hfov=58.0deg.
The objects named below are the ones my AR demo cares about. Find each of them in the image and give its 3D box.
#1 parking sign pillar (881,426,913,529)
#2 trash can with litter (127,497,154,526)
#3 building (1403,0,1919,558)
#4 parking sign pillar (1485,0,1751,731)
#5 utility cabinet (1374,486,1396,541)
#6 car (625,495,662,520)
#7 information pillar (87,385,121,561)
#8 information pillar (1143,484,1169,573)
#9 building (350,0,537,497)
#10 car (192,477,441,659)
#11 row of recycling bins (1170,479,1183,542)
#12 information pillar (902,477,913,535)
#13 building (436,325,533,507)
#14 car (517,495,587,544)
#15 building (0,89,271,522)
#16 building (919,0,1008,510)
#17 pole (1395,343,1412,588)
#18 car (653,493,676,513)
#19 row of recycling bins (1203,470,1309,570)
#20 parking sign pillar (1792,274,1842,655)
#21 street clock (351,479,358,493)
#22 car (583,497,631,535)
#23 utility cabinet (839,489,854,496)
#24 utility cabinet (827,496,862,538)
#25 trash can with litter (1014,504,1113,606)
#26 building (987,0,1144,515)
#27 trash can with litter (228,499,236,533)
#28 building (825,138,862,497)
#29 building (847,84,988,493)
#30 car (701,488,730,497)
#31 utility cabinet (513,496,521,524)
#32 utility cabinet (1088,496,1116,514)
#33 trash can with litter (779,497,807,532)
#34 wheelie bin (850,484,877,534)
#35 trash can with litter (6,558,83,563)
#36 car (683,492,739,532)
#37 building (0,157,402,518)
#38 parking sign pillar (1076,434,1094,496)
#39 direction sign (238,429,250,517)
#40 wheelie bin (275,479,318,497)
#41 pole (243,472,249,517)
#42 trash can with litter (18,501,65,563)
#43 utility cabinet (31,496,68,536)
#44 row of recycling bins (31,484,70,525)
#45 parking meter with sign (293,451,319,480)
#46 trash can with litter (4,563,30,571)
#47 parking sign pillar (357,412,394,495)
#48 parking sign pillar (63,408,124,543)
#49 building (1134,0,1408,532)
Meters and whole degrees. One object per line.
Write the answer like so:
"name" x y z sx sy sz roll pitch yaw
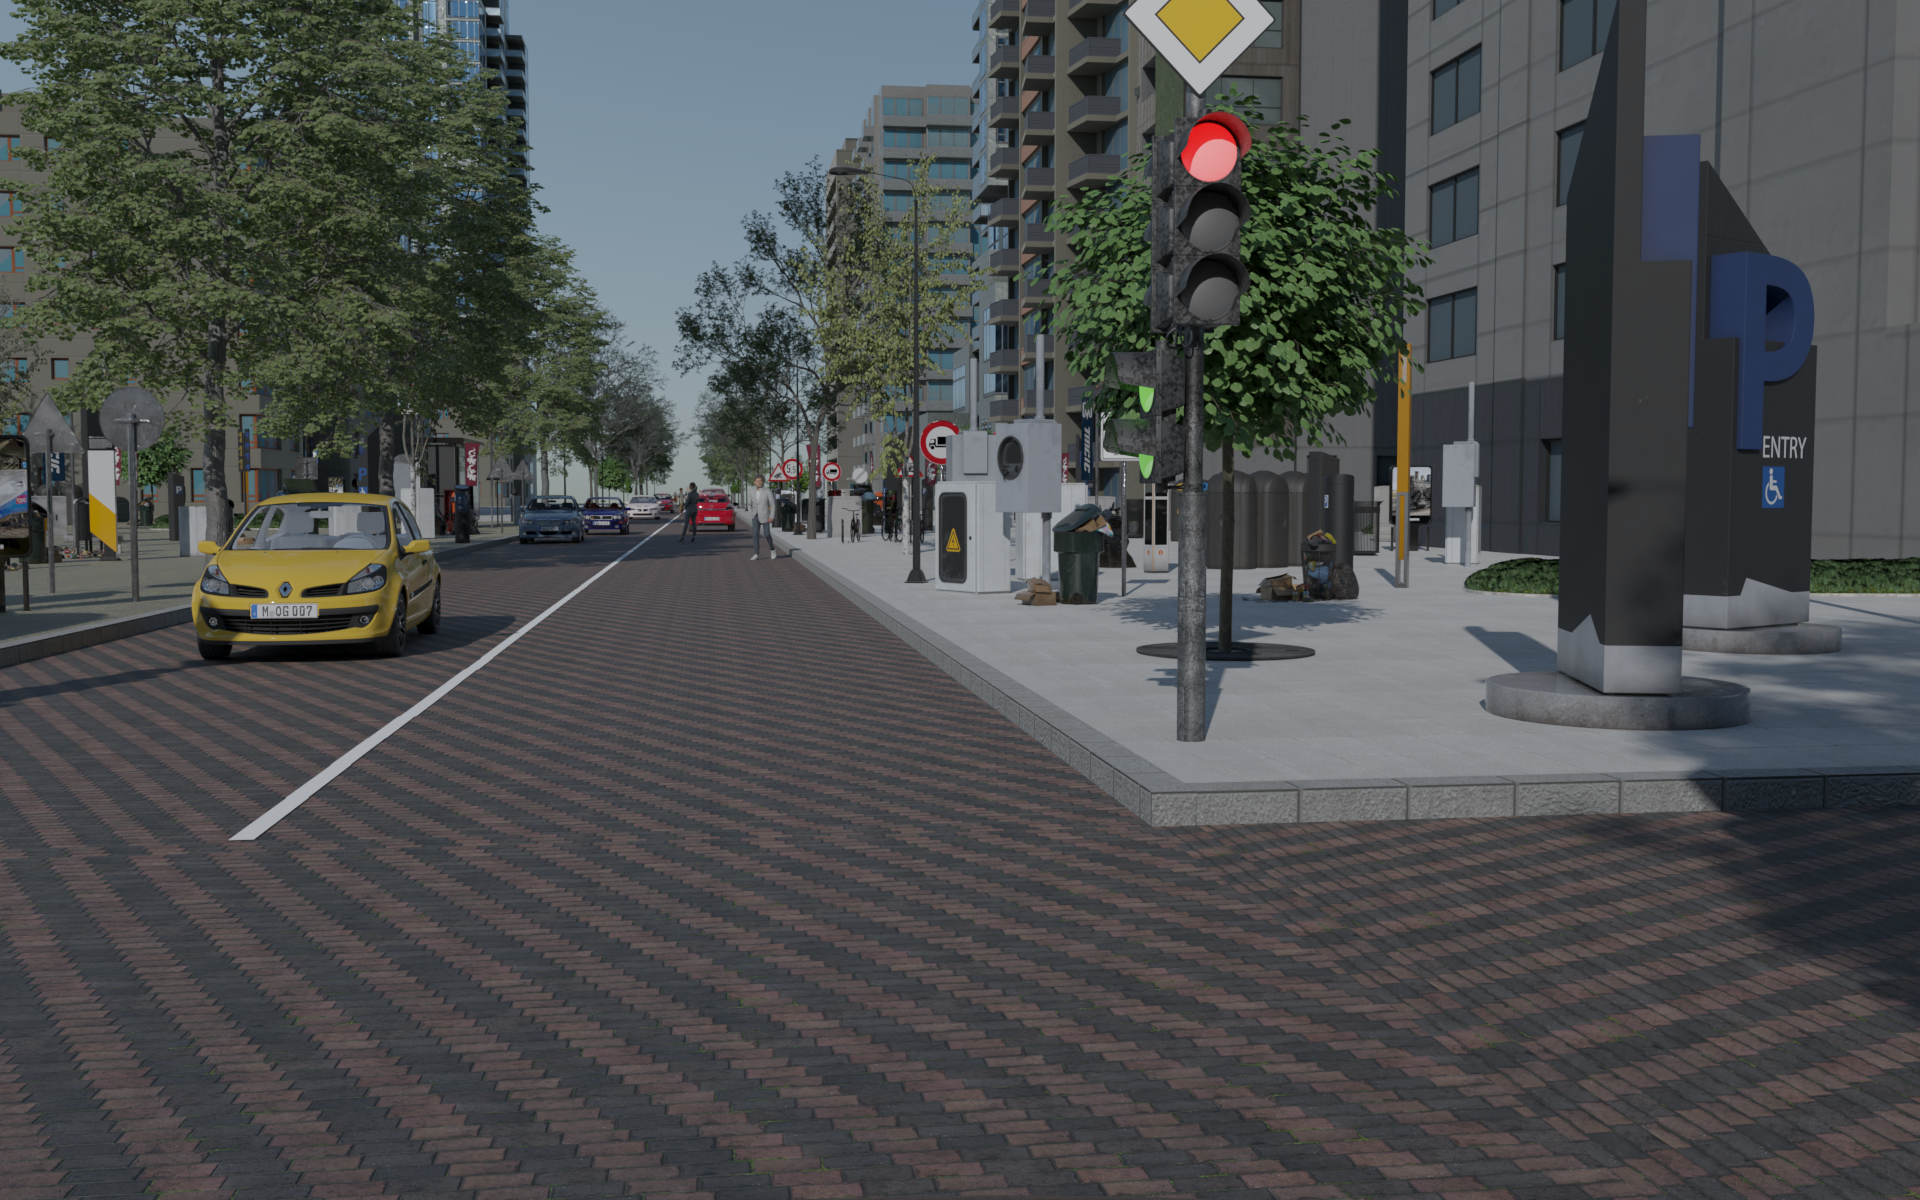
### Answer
"parking sign pillar" -2.169 -4.601 63.700 1.447 3.967 1.447 -2 4 -24
"trash can with litter" -32.492 -3.500 68.618 1.055 1.170 0.624 0 4 6
"building" 22.598 -36.361 32.760 20.611 71.187 20.563 -1 4 -8
"parking sign pillar" 3.818 -1.316 9.983 1.447 3.967 1.447 1 4 8
"utility cabinet" 11.641 -2.309 46.434 0.318 1.500 1.173 -3 4 -36
"car" -18.000 -5.270 98.520 2.083 1.381 4.827 -1 4 -9
"information pillar" -16.384 -2.553 33.102 0.504 3.616 0.183 0 4 -6
"information pillar" 3.188 -1.445 28.124 0.304 2.012 0.304 -2 4 -25
"building" -64.784 -55.368 217.942 22.319 86.520 31.000 -1 4 -8
"car" -5.967 -0.374 16.335 2.015 1.641 3.980 -1 4 -10
"row of recycling bins" 6.984 -2.375 45.948 1.069 1.692 3.534 -3 5 -39
"information pillar" -1.622 -3.055 54.433 0.304 2.012 0.304 1 4 18
"building" -62.414 -21.048 189.173 27.650 21.520 28.899 -1 4 -8
"car" -12.119 -2.419 51.549 2.014 1.417 4.499 -1 4 -10
"building" -48.299 -15.131 92.432 27.650 21.520 28.899 -1 4 -8
"building" 9.213 -50.075 131.405 22.319 86.520 31.000 -1 4 -8
"pole" 6.047 -1.820 23.601 0.158 3.312 0.155 0 3 0
"car" -22.338 -7.384 129.770 2.155 1.783 4.494 0 4 -7
"row of recycling bins" 5.607 -1.441 30.681 1.069 1.692 3.534 3 5 42
"parking sign pillar" 6.592 -1.587 14.421 1.447 3.967 1.447 -3 4 -36
"street clock" -28.206 -4.677 81.032 0.471 2.002 0.358 2 4 29
"car" -12.690 -3.003 61.675 1.945 1.354 3.894 -1 4 -9
"utility cabinet" -4.855 -4.213 77.558 0.318 1.500 1.173 3 5 45
"utility cabinet" -3.408 -2.443 51.103 1.020 1.237 0.306 -2 4 -29
"trash can with litter" 1.199 -0.530 20.053 1.055 1.170 0.624 -2 4 -29
"building" 13.461 -27.385 102.366 22.147 44.769 28.867 -1 4 -8
"trash can with litter" -20.768 -2.290 48.830 0.624 1.170 1.055 -1 4 -19
"building" -6.661 -37.268 233.034 21.300 48.544 21.600 -1 4 -8
"building" -1.091 -35.924 206.961 23.786 49.044 30.456 -1 4 -8
"car" -16.656 -6.624 116.971 2.281 1.827 5.304 0 4 -7
"utility cabinet" -18.941 -3.847 74.058 0.306 1.237 1.020 -1 4 -17
"utility cabinet" 3.970 -2.340 49.417 1.020 1.237 0.306 -3 4 -36
"trash can with litter" -5.600 -2.887 58.584 1.055 1.170 0.624 2 4 35
"wheelie bin" -3.120 -2.918 55.616 0.980 1.594 0.693 1 4 23
"trash can with litter" -17.834 -1.442 34.639 1.678 1.210 2.233 0 4 1
"car" -9.625 -3.544 66.980 2.155 1.783 4.494 -1 4 -9
"building" -53.385 -16.869 120.849 27.650 21.520 28.899 -1 4 -8
"parking sign pillar" 5.664 -5.511 78.581 1.447 3.967 1.447 2 4 24
"direction sign" -24.890 -4.176 60.271 0.876 3.537 0.379 3 5 44
"wheelie bin" -13.528 -1.681 35.389 0.693 1.594 0.980 3 5 42
"pole" -30.240 -4.864 73.365 0.158 3.312 0.155 0 3 0
"trash can with litter" -17.121 -1.267 32.095 0.624 1.170 1.055 0 4 2
"utility cabinet" -28.277 -2.602 53.712 0.306 1.237 1.020 3 5 43
"row of recycling bins" -37.749 -3.894 70.778 3.534 1.692 1.069 -3 4 -37
"parking meter with sign" -25.917 -4.398 68.170 0.543 3.016 1.738 1 4 10
"trash can with litter" -16.350 -1.082 28.747 1.678 1.210 2.233 1 4 9
"parking sign pillar" -18.921 -4.139 56.146 1.447 3.967 1.447 1 4 21
"parking sign pillar" -23.115 -3.524 46.082 1.447 3.967 1.447 -2 4 -26
"building" 13.598 -17.925 64.772 14.160 30.474 14.107 -1 4 -8
